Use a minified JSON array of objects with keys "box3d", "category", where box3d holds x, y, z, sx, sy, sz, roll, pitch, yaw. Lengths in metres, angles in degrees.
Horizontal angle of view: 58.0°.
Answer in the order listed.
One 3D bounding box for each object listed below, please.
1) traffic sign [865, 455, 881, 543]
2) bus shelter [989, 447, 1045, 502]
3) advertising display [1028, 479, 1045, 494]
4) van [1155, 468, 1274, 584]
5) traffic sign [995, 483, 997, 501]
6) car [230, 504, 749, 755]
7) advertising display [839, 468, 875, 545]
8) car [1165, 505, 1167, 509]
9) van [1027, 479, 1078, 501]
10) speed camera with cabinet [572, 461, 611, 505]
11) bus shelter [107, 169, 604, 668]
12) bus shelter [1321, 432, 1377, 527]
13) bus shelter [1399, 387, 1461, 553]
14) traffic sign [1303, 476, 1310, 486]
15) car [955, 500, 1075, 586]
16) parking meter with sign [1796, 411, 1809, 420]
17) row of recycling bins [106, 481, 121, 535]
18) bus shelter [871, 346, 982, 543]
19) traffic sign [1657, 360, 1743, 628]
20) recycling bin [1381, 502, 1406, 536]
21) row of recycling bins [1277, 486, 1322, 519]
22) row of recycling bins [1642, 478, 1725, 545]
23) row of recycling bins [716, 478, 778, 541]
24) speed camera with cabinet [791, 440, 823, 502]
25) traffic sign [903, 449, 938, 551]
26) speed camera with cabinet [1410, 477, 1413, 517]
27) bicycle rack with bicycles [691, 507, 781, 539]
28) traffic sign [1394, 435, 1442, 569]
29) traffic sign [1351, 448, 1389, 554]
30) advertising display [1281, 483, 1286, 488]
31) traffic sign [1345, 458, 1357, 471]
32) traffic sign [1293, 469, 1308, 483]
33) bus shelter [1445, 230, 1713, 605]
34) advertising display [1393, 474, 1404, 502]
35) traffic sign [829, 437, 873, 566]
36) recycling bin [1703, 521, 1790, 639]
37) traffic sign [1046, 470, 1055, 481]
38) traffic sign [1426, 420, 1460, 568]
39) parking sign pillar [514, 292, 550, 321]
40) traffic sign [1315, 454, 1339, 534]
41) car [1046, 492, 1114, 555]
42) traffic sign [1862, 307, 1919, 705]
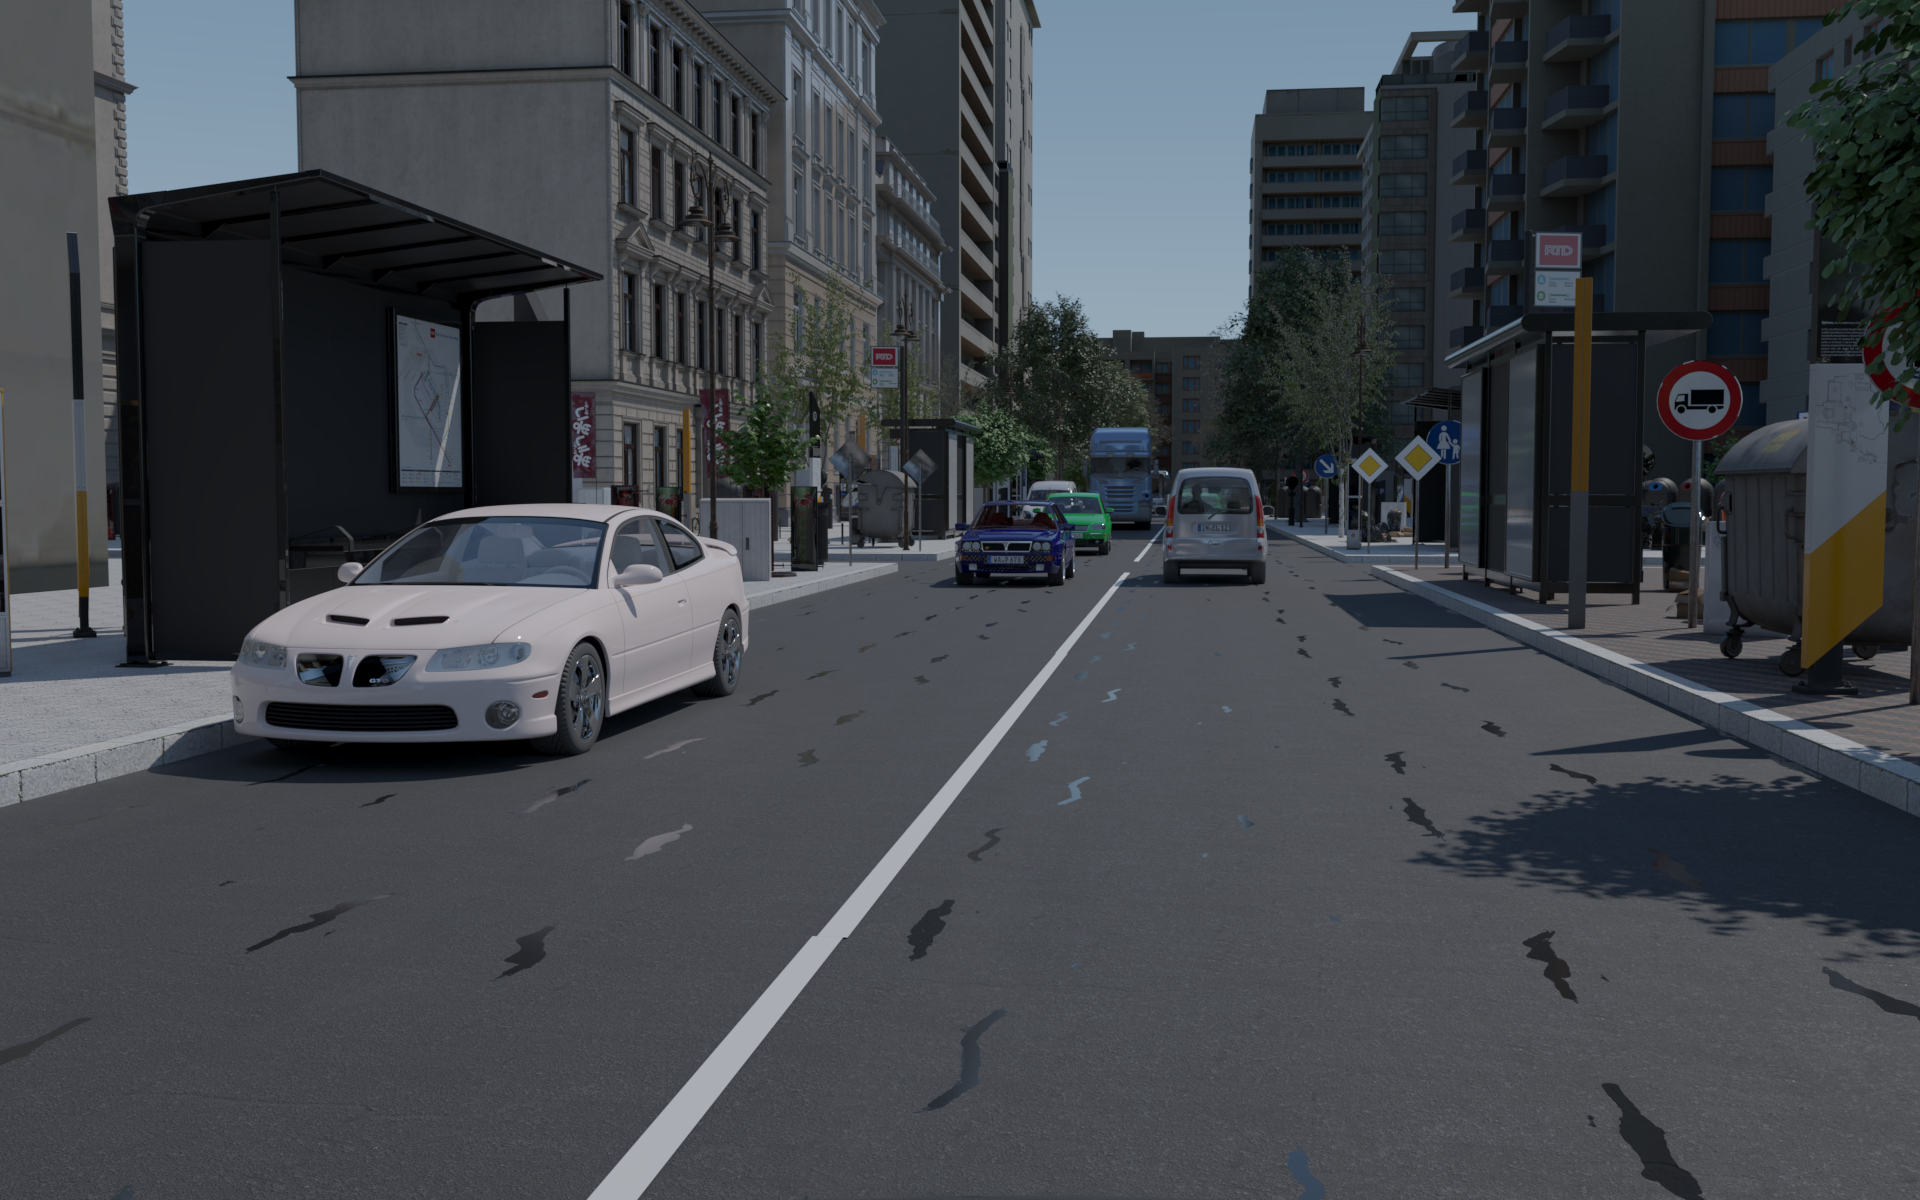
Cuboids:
[{"box3d":[-2.356,-2.626,45.070,0.606,2.300,0.079,1,4,8],"category":"traffic sign"},{"box3d":[2.251,-4.722,71.136,2.014,3.302,5.546,0,4,8],"category":"bus shelter"},{"box3d":[3.201,-4.278,75.159,0.974,1.923,0.123,-1,4,-13],"category":"advertising display"},{"box3d":[4.278,-1.352,29.121,2.013,2.044,4.112,0,4,8],"category":"van"},{"box3d":[1.409,-4.146,67.787,0.884,2.594,0.081,1,4,15],"category":"traffic sign"},{"box3d":[-2.736,0.076,11.127,2.083,1.381,4.827,1,4,9],"category":"car"},{"box3d":[-2.597,-2.365,43.877,0.974,1.923,0.123,1,4,22],"category":"advertising display"},{"box3d":[7.079,-2.635,51.878,1.959,1.807,4.718,0,4,8],"category":"car"},{"box3d":[2.840,-2.858,53.735,2.013,2.044,4.112,0,4,8],"category":"van"},{"box3d":[-10.039,-3.178,46.293,2.038,3.252,0.660,2,4,35],"category":"speed camera with cabinet"},{"box3d":[-5.069,-1.496,15.741,1.731,3.624,6.357,0,4,7],"category":"bus shelter"},{"box3d":[15.310,-4.713,68.348,1.731,3.624,6.357,0,4,7],"category":"bus shelter"},{"box3d":[11.615,-3.041,40.997,1.731,3.624,6.357,0,4,8],"category":"bus shelter"},{"box3d":[20.699,-6.387,104.531,0.768,2.556,0.104,1,4,16],"category":"traffic sign"},{"box3d":[0.949,-0.970,28.441,1.945,1.354,3.894,0,4,7],"category":"car"},{"box3d":[18.543,-2.465,36.561,1.738,3.016,0.543,-1,4,-14],"category":"parking meter with sign"},{"box3d":[-26.834,-2.956,55.442,1.069,1.692,3.534,0,4,4],"category":"row of recycling bins"},{"box3d":[-0.993,-4.401,49.595,2.179,5.291,8.768,0,4,8],"category":"bus shelter"},{"box3d":[7.022,-1.004,16.526,0.768,2.556,0.104,1,4,11],"category":"traffic sign"},{"box3d":[13.377,-2.500,53.427,0.722,1.027,0.722,1,4,18],"category":"recycling bin"},{"box3d":[18.092,-5.220,92.455,1.069,1.692,3.534,-1,4,-22],"category":"row of recycling bins"},{"box3d":[18.142,-2.249,43.876,3.534,1.692,1.069,3,5,45],"category":"row of recycling bins"},{"box3d":[-5.648,-2.370,45.864,1.069,1.692,3.534,1,4,14],"category":"row of recycling bins"},{"box3d":[-5.351,-4.052,60.589,0.660,3.252,2.038,-1,4,-22],"category":"speed camera with cabinet"},{"box3d":[-0.888,-2.141,38.640,0.795,2.450,0.064,0,4,8],"category":"traffic sign"},{"box3d":[25.415,-6.261,96.706,0.660,3.252,2.038,3,5,41],"category":"speed camera with cabinet"},{"box3d":[-6.617,-2.217,49.631,2.852,0.926,2.925,3,5,39],"category":"bicycle rack with bicycles"},{"box3d":[7.763,-1.576,29.415,0.795,2.450,0.064,0,4,8],"category":"traffic sign"},{"box3d":[8.818,-2.060,37.330,0.795,2.450,0.064,0,4,8],"category":"traffic sign"},{"box3d":[19.821,-6.071,104.467,0.974,1.923,0.123,3,5,41],"category":"advertising display"},{"box3d":[14.045,-3.776,61.839,0.768,2.556,0.104,1,4,15],"category":"traffic sign"},{"box3d":[16.625,-5.168,84.607,0.768,2.556,0.104,1,4,17],"category":"traffic sign"},{"box3d":[8.115,-2.849,24.209,2.179,5.291,8.768,0,4,7],"category":"bus shelter"},{"box3d":[14.007,-3.065,55.323,0.123,1.923,0.974,2,4,27],"category":"advertising display"},{"box3d":[-1.943,-1.656,30.724,0.795,2.450,0.064,0,4,8],"category":"traffic sign"},{"box3d":[7.260,-0.199,15.804,0.722,1.027,0.722,3,4,38],"category":"recycling bin"},{"box3d":[4.327,-5.265,86.180,0.768,2.556,0.104,1,4,15],"category":"traffic sign"},{"box3d":[8.412,-1.819,29.850,0.768,2.556,0.104,1,4,9],"category":"traffic sign"},{"box3d":[-5.055,-1.935,20.112,1.447,3.967,1.447,-2,4,-29],"category":"parking sign pillar"},{"box3d":[11.769,-3.394,55.598,0.768,2.556,0.104,1,4,16],"category":"traffic sign"},{"box3d":[2.774,-2.039,42.128,1.959,1.807,4.718,0,4,6],"category":"car"},{"box3d":[5.851,-0.637,10.514,0.768,2.556,0.104,1,4,13],"category":"traffic sign"}]
